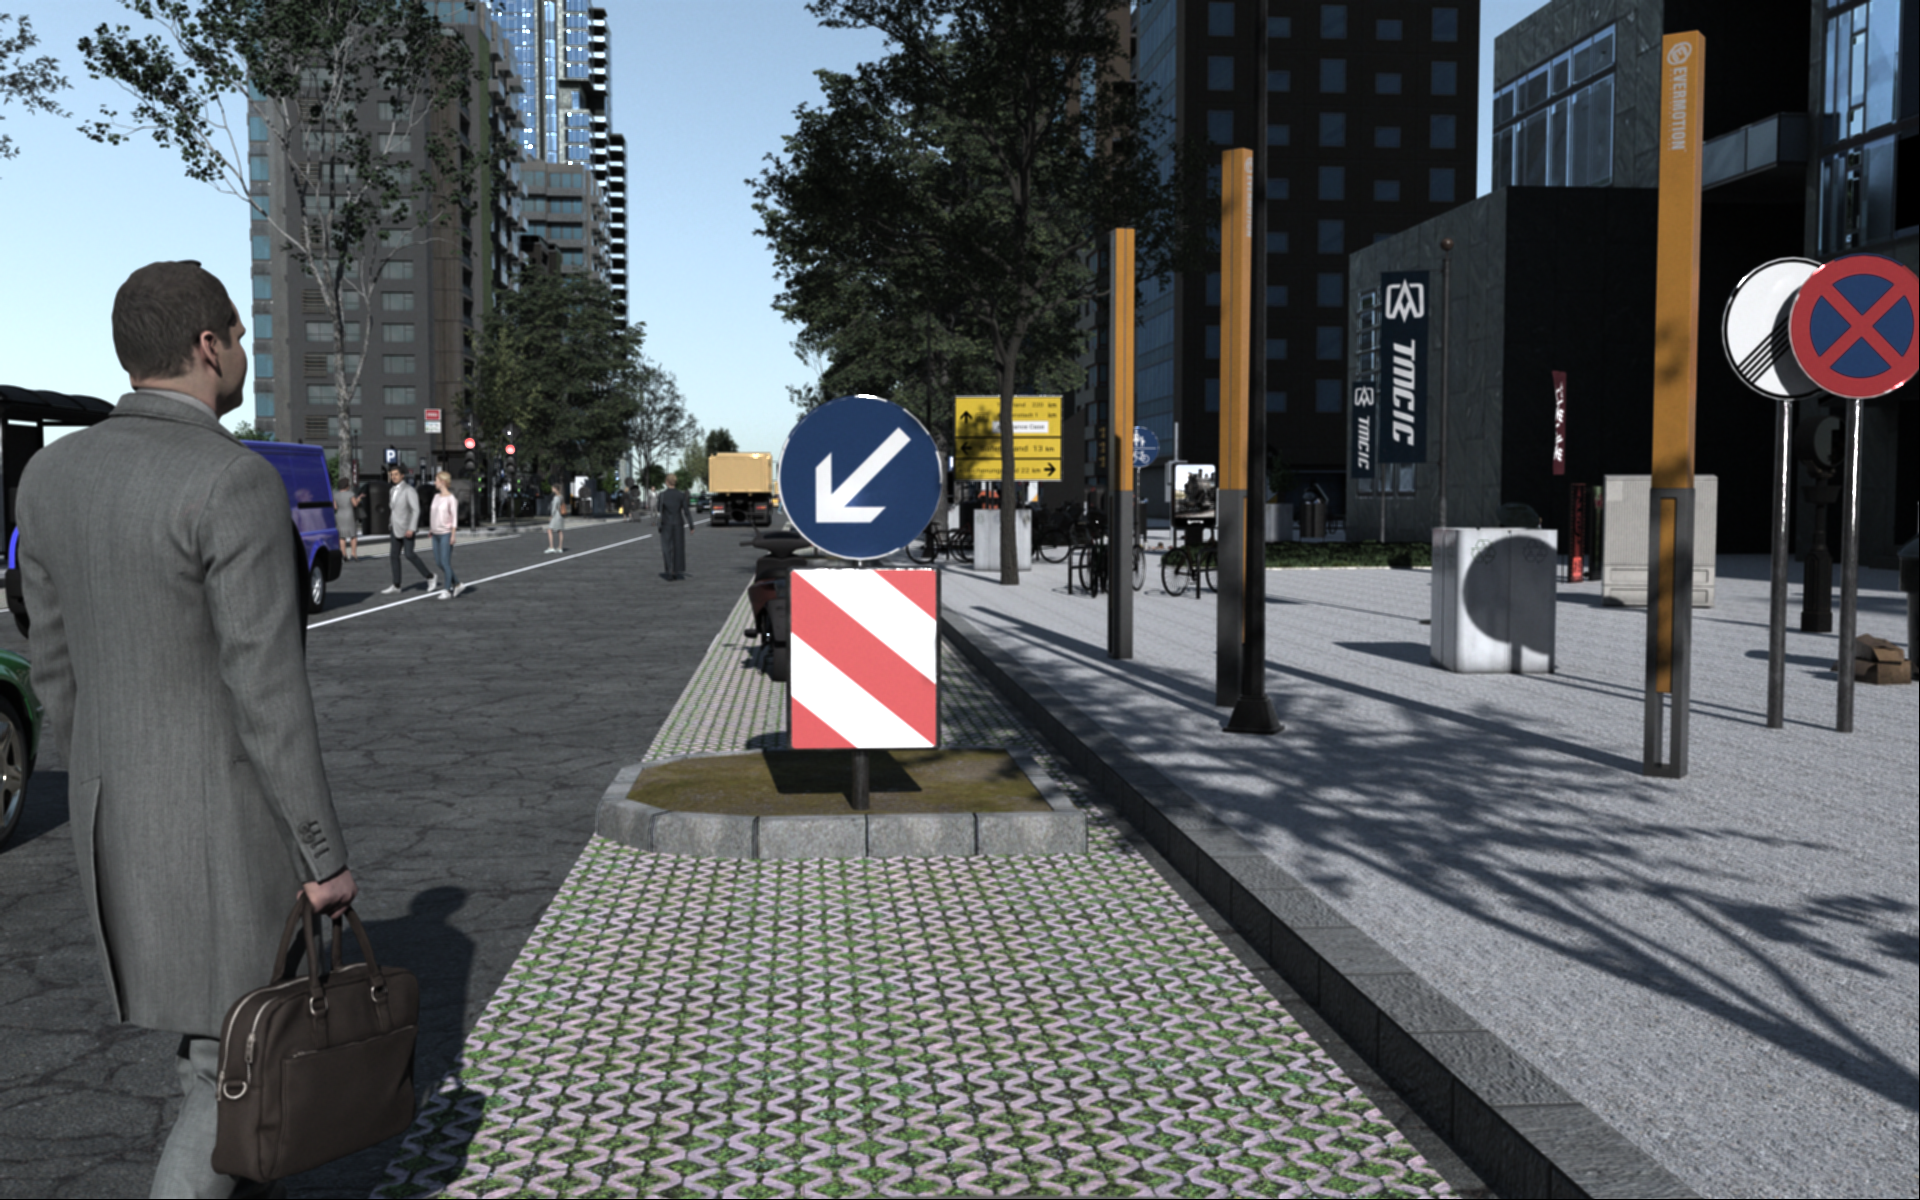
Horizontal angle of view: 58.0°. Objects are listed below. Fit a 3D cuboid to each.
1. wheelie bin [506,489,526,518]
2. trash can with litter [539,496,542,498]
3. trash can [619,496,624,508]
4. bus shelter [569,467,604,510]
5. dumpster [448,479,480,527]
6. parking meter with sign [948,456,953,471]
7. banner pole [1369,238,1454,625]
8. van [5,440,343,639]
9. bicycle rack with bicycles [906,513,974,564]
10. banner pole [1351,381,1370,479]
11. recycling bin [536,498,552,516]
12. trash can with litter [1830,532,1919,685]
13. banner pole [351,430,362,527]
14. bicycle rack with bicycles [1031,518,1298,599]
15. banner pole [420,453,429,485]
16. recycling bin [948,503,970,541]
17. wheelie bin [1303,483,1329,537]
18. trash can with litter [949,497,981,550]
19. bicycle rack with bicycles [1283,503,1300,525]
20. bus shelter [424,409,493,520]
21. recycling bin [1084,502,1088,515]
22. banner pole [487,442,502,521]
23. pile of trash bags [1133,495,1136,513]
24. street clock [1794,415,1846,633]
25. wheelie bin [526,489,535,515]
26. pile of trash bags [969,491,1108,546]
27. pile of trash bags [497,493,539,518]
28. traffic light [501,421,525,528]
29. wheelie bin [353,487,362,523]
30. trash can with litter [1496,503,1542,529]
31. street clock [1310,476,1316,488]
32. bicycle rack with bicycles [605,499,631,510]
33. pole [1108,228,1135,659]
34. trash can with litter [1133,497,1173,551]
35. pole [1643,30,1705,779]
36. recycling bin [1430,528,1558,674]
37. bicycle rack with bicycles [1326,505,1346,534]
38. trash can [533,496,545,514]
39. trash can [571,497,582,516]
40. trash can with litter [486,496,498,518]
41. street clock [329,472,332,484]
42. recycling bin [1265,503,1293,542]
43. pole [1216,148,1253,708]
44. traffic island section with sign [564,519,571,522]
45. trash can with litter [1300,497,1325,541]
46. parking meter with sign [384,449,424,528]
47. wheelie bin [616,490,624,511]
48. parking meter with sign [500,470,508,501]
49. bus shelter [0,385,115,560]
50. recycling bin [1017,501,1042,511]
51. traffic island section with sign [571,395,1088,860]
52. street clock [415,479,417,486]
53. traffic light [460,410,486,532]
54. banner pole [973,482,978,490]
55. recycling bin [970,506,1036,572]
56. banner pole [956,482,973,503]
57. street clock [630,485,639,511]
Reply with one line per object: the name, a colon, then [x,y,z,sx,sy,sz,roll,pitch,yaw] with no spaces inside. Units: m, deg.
wheelie bin: [-23.612,-5.123,91.664,0.693,1.594,0.980,-2,4,-33]
trash can with litter: [-27.039,-6.038,110.111,1.055,1.170,0.624,0,4,-5]
trash can: [-24.626,-7.053,126.963,0.748,1.137,0.748,0,3,0]
bus shelter: [-28.908,-8.592,134.409,2.014,3.302,5.546,0,4,-5]
dumpster: [-19.424,-3.765,67.315,1.264,1.857,1.865,0,4,-5]
parking meter with sign: [-0.464,-5.145,80.387,0.543,3.016,1.738,-1,4,-13]
banner pole: [4.539,-1.657,17.104,0.863,3.779,0.401,1,4,21]
van: [-8.469,-0.892,18.965,2.240,2.365,5.245,0,4,-4]
bicycle rack with bicycles: [0.634,-1.168,32.477,2.925,0.926,2.852,1,4,10]
banner pole: [8.038,-2.679,33.824,0.863,3.779,0.401,2,4,26]
recycling bin: [-24.608,-5.497,102.429,0.722,1.027,0.722,-2,4,-31]
trash can with litter: [6.555,-0.024,11.780,1.055,1.170,0.624,-1,4,-14]
banner pole: [-23.711,-4.741,67.528,0.863,3.779,0.401,1,4,20]
bicycle rack with bicycles: [2.417,-0.546,22.310,2.852,0.926,2.925,2,4,32]
banner pole: [-32.294,-7.009,104.618,0.401,3.779,0.863,2,4,28]
recycling bin: [0.104,-2.137,47.499,0.722,1.027,0.722,2,4,30]
wheelie bin: [10.594,-2.672,51.596,0.693,1.594,0.980,1,4,20]
trash can with litter: [0.575,-1.759,39.816,2.233,1.210,1.678,1,4,19]
bicycle rack with bicycles: [12.944,-3.521,70.953,2.925,0.926,2.852,2,4,27]
bus shelter: [-24.296,-6.515,84.148,2.179,5.291,8.768,0,4,-5]
recycling bin: [3.796,-2.707,56.808,0.722,1.027,0.722,1,4,9]
banner pole: [-22.416,-5.714,83.433,0.401,3.779,0.863,3,5,44]
pile of trash bags: [3.810,-2.560,51.606,3.447,1.369,1.912,-2,4,-33]
street clock: [7.969,-0.703,16.057,0.471,2.002,0.358,-1,4,-23]
wheelie bin: [-26.833,-6.112,107.837,0.693,1.594,0.980,2,4,29]
pile of trash bags: [1.760,-2.101,44.102,3.447,1.369,1.912,3,5,42]
pile of trash bags: [-24.940,-5.147,93.900,3.447,1.369,1.912,-2,4,-26]
traffic light: [-17.106,-4.727,66.200,0.839,4.253,0.868,0,4,-5]
wheelie bin: [-27.102,-4.286,77.986,0.980,1.594,0.693,2,4,35]
trash can with litter: [7.240,-0.661,22.193,0.624,1.170,1.055,0,4,5]
street clock: [14.482,-4.072,71.147,0.358,2.002,0.471,1,4,12]
bicycle rack with bicycles: [-27.307,-7.728,139.732,2.852,0.926,2.925,-2,4,-30]
pole: [1.250,-1.198,13.434,0.158,3.312,0.155,0,3,0]
trash can with litter: [4.456,-1.784,40.230,1.678,1.210,2.233,2,4,31]
pole: [3.217,-0.854,7.799,0.158,3.312,0.155,0,3,0]
recycling bin: [3.900,-0.008,12.693,0.722,1.027,0.722,0,4,-1]
bicycle rack with bicycles: [12.922,-2.576,55.495,2.852,0.926,2.925,0,4,-6]
trash can: [-25.588,-5.730,105.346,0.748,1.137,0.748,0,3,0]
trash can: [-22.383,-5.470,101.083,0.748,1.137,0.748,0,3,0]
trash can with litter: [-24.927,-4.922,91.863,0.624,1.170,1.055,-3,5,-42]
street clock: [-20.864,-3.207,56.997,0.358,2.002,0.471,1,4,10]
recycling bin: [8.414,-2.065,46.314,0.722,1.027,0.722,-2,4,-27]
pole: [1.659,-1.011,10.380,0.158,3.312,0.155,0,3,0]
traffic island section with sign: [-19.145,-4.881,88.435,1.989,1.847,2.006,0,4,-5]
trash can with litter: [7.984,-1.606,37.314,2.233,1.210,1.678,1,4,12]
parking meter with sign: [-21.420,-4.317,66.848,1.738,3.016,0.543,2,4,33]
wheelie bin: [-25.859,-7.611,132.347,0.693,1.594,0.980,-3,4,-36]
parking meter with sign: [-32.130,-7.693,122.037,0.543,3.016,1.738,-2,4,-33]
bus shelter: [-17.860,-2.395,33.077,2.014,3.302,5.546,0,4,-5]
recycling bin: [2.525,-2.846,59.081,0.722,1.027,0.722,3,5,41]
traffic island section with sign: [-0.569,0.056,7.710,1.989,1.847,2.006,0,4,-5]
street clock: [-23.185,-4.193,73.121,0.471,2.002,0.358,1,4,19]
traffic light: [-16.391,-4.240,58.247,0.839,4.253,0.868,0,4,-5]
banner pole: [0.764,-6.210,91.551,0.401,3.779,0.863,-3,5,-40]
recycling bin: [0.712,-1.002,28.930,0.722,1.027,0.722,3,5,40]
banner pole: [0.005,-4.291,60.169,0.401,3.779,0.863,-1,4,-21]
street clock: [-25.699,-8.126,137.432,0.471,2.002,0.358,-2,4,-24]
